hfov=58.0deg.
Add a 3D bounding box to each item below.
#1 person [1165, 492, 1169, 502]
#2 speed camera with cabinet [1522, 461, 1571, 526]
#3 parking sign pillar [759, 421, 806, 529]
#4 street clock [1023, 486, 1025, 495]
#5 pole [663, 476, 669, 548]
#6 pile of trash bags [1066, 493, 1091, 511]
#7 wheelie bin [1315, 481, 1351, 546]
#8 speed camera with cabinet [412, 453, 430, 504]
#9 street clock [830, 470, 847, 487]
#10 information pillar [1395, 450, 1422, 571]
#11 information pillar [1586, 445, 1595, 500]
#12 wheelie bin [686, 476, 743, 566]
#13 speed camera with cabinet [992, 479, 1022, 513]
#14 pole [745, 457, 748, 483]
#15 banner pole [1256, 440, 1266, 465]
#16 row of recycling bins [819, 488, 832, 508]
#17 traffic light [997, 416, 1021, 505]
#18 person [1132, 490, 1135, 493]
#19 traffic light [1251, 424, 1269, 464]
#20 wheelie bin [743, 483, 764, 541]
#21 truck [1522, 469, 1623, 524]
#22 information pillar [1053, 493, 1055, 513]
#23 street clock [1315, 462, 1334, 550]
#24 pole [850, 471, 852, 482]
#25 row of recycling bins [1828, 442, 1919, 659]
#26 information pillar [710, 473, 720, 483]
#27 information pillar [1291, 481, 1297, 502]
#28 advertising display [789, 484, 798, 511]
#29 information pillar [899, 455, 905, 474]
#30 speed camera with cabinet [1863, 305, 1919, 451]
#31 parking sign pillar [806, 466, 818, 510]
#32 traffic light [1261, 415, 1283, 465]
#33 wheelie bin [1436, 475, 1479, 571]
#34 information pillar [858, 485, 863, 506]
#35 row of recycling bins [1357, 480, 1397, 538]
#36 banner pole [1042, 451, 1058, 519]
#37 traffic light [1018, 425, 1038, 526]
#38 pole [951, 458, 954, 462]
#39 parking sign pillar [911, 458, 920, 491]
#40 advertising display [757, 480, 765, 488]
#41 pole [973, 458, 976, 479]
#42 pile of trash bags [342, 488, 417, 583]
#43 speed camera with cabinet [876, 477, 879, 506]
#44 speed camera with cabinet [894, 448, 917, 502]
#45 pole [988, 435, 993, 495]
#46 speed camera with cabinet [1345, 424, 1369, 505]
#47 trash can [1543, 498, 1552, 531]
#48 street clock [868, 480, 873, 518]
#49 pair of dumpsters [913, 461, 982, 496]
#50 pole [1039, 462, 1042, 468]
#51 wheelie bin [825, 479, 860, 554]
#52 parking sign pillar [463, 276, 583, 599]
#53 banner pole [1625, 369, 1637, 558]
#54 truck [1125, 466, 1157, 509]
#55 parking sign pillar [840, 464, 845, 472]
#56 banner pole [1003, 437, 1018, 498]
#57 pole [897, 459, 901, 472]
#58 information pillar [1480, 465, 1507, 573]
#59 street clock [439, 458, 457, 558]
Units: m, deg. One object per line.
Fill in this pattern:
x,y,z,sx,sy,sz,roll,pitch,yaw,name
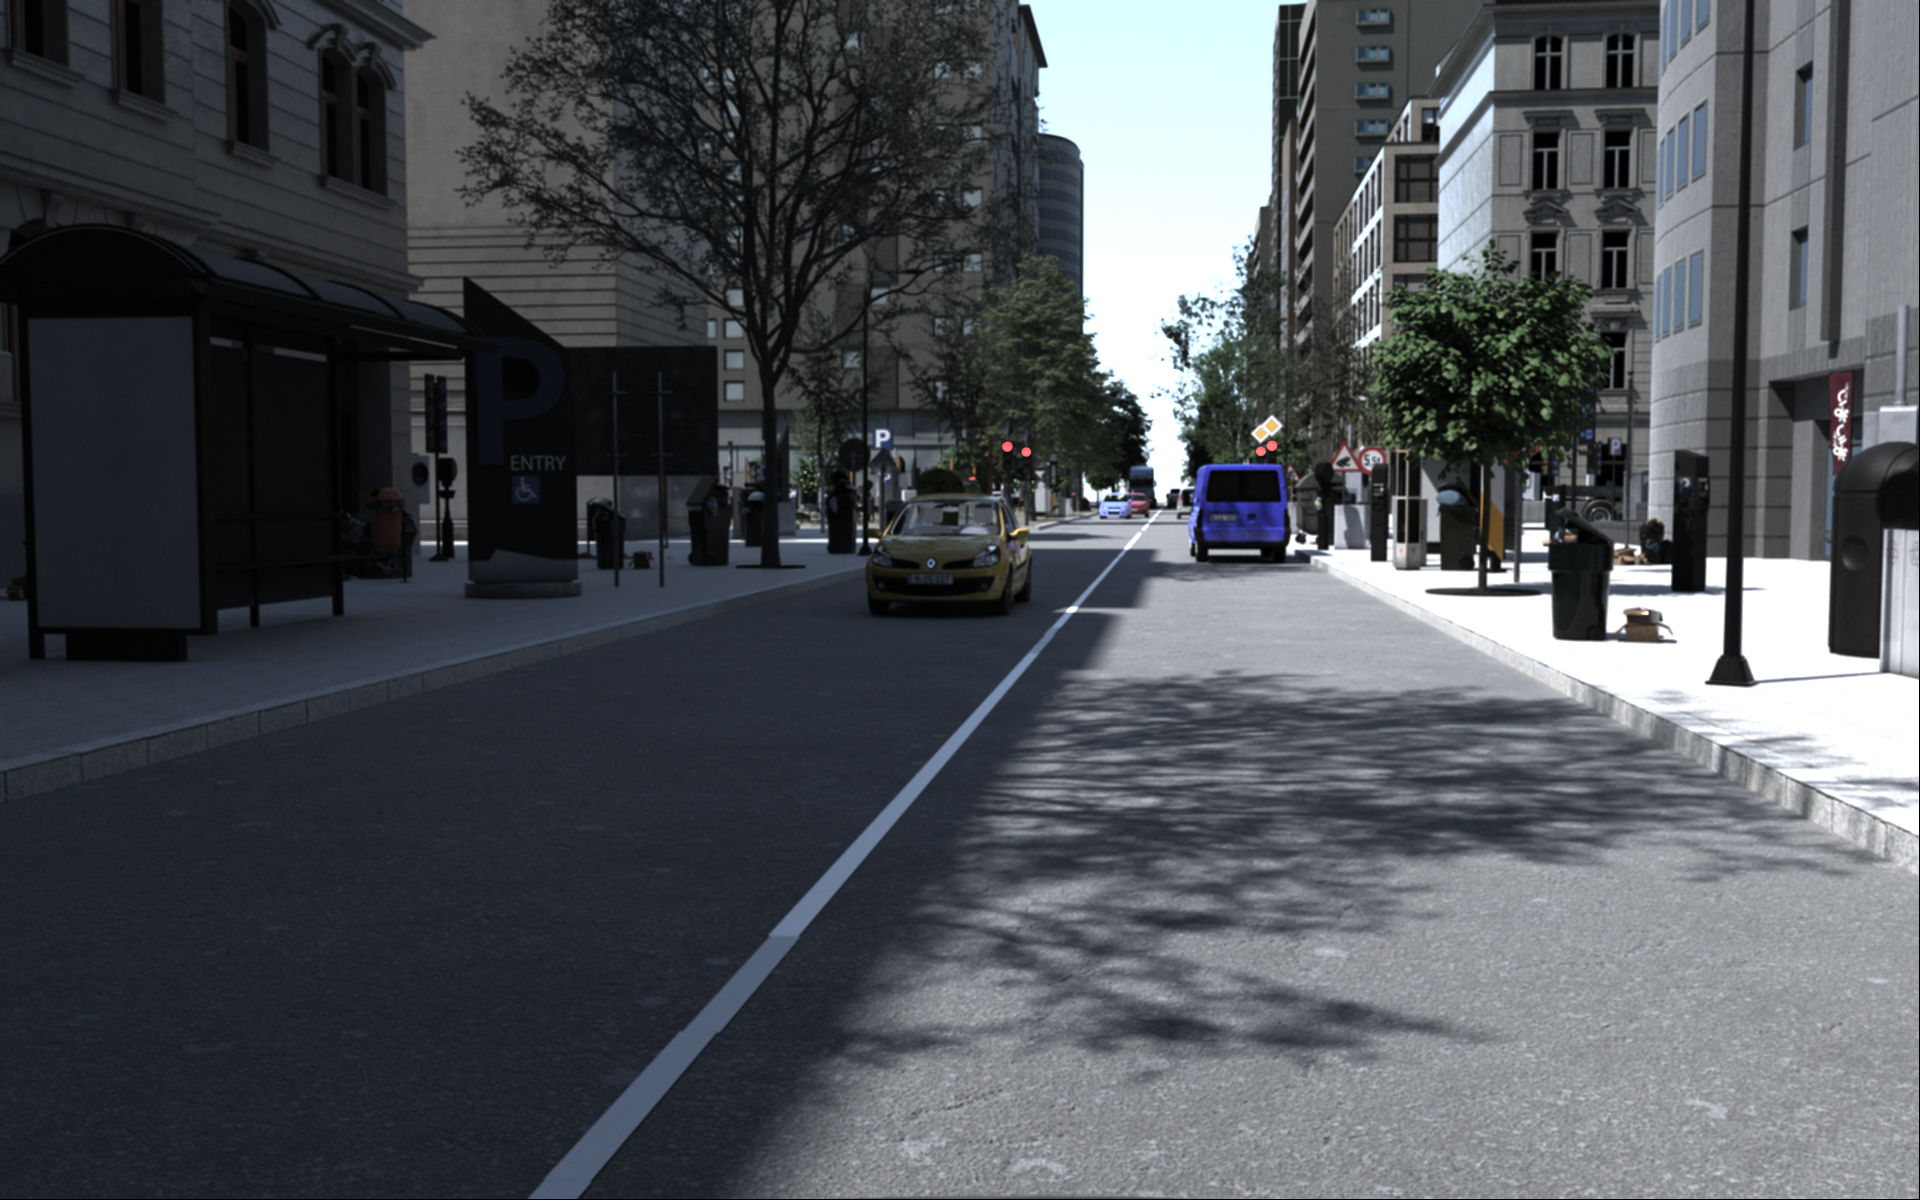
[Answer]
35.272,-17.424,293.940,0.990,1.755,0.434,1,4,12,person
23.919,-4.675,70.773,0.660,3.252,2.038,-3,5,-45,speed camera with cabinet
-6.567,-4.570,63.189,1.447,3.967,1.447,0,4,7,parking sign pillar
5.507,-8.571,144.701,0.358,2.002,0.471,-3,5,-39,street clock
-7.014,-2.886,41.025,0.158,3.312,0.155,0,3,0,pole
8.950,-7.549,133.173,1.912,1.369,3.447,0,4,-5,pile of trash bags
9.359,-2.167,43.330,0.980,1.594,0.693,-2,4,-32,wheelie bin
-12.607,-2.687,38.269,0.660,3.252,2.038,1,4,23,speed camera with cabinet
-3.690,-2.942,52.673,0.471,2.002,0.358,-2,4,-26,street clock
7.548,-1.507,29.134,0.304,2.012,0.304,-1,4,-22,information pillar
26.544,-4.990,72.939,0.504,3.616,0.183,-3,4,-38,information pillar
-4.512,-1.427,31.233,0.693,1.594,0.980,-3,4,-36,wheelie bin
3.185,-7.588,118.393,2.038,3.252,0.660,1,4,18,speed camera with cabinet
-11.887,-6.266,96.287,0.158,3.312,0.155,0,3,0,pole
12.668,-5.060,72.750,0.863,3.779,0.401,0,4,-7,banner pole
-10.001,-7.420,128.433,1.069,1.692,3.534,-1,4,-8,row of recycling bins
1.750,-4.494,62.399,0.839,4.253,0.868,0,4,7,traffic light
13.099,-7.498,131.487,0.834,1.777,0.661,1,4,10,person
11.976,-4.910,69.198,0.839,4.253,0.868,0,4,7,traffic light
-5.674,-2.429,47.625,0.980,1.594,0.693,3,4,38,wheelie bin
26.499,-4.513,63.551,18.799,4.110,2.967,1,4,9,truck
6.243,-7.696,117.185,0.504,3.616,0.183,0,4,-4,information pillar
8.303,-2.139,39.542,0.358,2.002,0.471,3,5,42,street clock
-8.217,-8.409,131.333,0.158,3.312,0.155,0,3,0,pole
8.753,-0.395,13.570,3.534,1.692,1.069,0,4,5,row of recycling bins
-8.623,-3.447,60.843,0.304,2.012,0.304,1,4,13,information pillar
15.632,-4.673,80.901,0.304,2.012,0.304,0,4,8,information pillar
-10.566,-6.262,107.596,0.974,1.923,0.123,1,4,14,advertising display
-3.498,-6.916,104.437,0.183,3.616,0.504,3,5,39,information pillar
10.558,-1.447,18.002,2.038,3.252,0.660,2,4,35,speed camera with cabinet
-11.581,-8.839,132.983,1.447,3.967,1.447,-3,4,-37,parking sign pillar
10.993,-4.425,61.273,0.839,4.253,0.868,0,4,7,traffic light
8.350,-1.297,29.108,0.693,1.594,0.980,1,4,15,wheelie bin
-8.033,-8.283,139.914,0.304,2.012,0.304,2,4,29,information pillar
12.128,-2.724,51.643,1.069,1.692,3.534,0,4,4,row of recycling bins
4.696,-6.107,89.868,0.863,3.779,0.401,0,4,-6,banner pole
2.734,-4.979,70.324,0.839,4.253,0.868,0,4,7,traffic light
-0.416,-6.307,96.958,0.158,3.312,0.155,0,3,0,pole
-3.300,-8.589,128.898,1.447,3.967,1.447,-1,4,-12,parking sign pillar
-9.009,-4.612,80.625,0.974,1.923,0.123,-3,4,-38,advertising display
0.808,-6.333,97.385,0.158,3.312,0.155,0,3,0,pole
-9.093,-0.995,26.026,1.912,1.369,3.447,-3,4,-38,pile of trash bags
-6.177,-8.884,139.585,0.660,3.252,2.038,-1,4,-19,speed camera with cabinet
-2.372,-4.842,73.501,0.660,3.252,2.038,-1,4,-18,speed camera with cabinet
1.052,-4.062,60.254,0.158,3.312,0.155,0,3,0,pole
10.874,-3.310,48.448,0.660,3.252,2.038,2,4,30,speed camera with cabinet
20.717,-2.982,60.404,0.748,1.137,0.748,0,3,0,trash can
-4.778,-5.226,90.010,0.471,2.002,0.358,-3,4,-36,street clock
-0.368,-2.890,49.742,1.574,2.255,4.437,0,4,7,pair of dumpsters
4.963,-6.894,106.566,0.158,3.312,0.155,0,3,0,pole
-2.533,-1.812,37.526,0.693,1.594,0.980,0,4,5,wheelie bin
-5.500,-2.034,21.720,1.447,3.967,1.447,-2,4,-25,parking sign pillar
13.530,-2.750,34.973,0.401,3.779,0.863,2,4,28,banner pole
18.334,-11.224,173.271,2.967,4.110,18.799,0,4,7,truck
-9.084,-8.852,133.196,1.447,3.967,1.447,0,4,-4,parking sign pillar
2.163,-5.290,76.515,0.863,3.779,0.401,-2,4,-26,banner pole
-3.502,-6.466,99.554,0.158,3.312,0.155,0,3,0,pole
8.667,-2.248,28.103,0.504,3.616,0.183,-2,4,-34,information pillar
-10.255,-1.839,34.634,0.358,2.002,0.471,1,4,11,street clock
